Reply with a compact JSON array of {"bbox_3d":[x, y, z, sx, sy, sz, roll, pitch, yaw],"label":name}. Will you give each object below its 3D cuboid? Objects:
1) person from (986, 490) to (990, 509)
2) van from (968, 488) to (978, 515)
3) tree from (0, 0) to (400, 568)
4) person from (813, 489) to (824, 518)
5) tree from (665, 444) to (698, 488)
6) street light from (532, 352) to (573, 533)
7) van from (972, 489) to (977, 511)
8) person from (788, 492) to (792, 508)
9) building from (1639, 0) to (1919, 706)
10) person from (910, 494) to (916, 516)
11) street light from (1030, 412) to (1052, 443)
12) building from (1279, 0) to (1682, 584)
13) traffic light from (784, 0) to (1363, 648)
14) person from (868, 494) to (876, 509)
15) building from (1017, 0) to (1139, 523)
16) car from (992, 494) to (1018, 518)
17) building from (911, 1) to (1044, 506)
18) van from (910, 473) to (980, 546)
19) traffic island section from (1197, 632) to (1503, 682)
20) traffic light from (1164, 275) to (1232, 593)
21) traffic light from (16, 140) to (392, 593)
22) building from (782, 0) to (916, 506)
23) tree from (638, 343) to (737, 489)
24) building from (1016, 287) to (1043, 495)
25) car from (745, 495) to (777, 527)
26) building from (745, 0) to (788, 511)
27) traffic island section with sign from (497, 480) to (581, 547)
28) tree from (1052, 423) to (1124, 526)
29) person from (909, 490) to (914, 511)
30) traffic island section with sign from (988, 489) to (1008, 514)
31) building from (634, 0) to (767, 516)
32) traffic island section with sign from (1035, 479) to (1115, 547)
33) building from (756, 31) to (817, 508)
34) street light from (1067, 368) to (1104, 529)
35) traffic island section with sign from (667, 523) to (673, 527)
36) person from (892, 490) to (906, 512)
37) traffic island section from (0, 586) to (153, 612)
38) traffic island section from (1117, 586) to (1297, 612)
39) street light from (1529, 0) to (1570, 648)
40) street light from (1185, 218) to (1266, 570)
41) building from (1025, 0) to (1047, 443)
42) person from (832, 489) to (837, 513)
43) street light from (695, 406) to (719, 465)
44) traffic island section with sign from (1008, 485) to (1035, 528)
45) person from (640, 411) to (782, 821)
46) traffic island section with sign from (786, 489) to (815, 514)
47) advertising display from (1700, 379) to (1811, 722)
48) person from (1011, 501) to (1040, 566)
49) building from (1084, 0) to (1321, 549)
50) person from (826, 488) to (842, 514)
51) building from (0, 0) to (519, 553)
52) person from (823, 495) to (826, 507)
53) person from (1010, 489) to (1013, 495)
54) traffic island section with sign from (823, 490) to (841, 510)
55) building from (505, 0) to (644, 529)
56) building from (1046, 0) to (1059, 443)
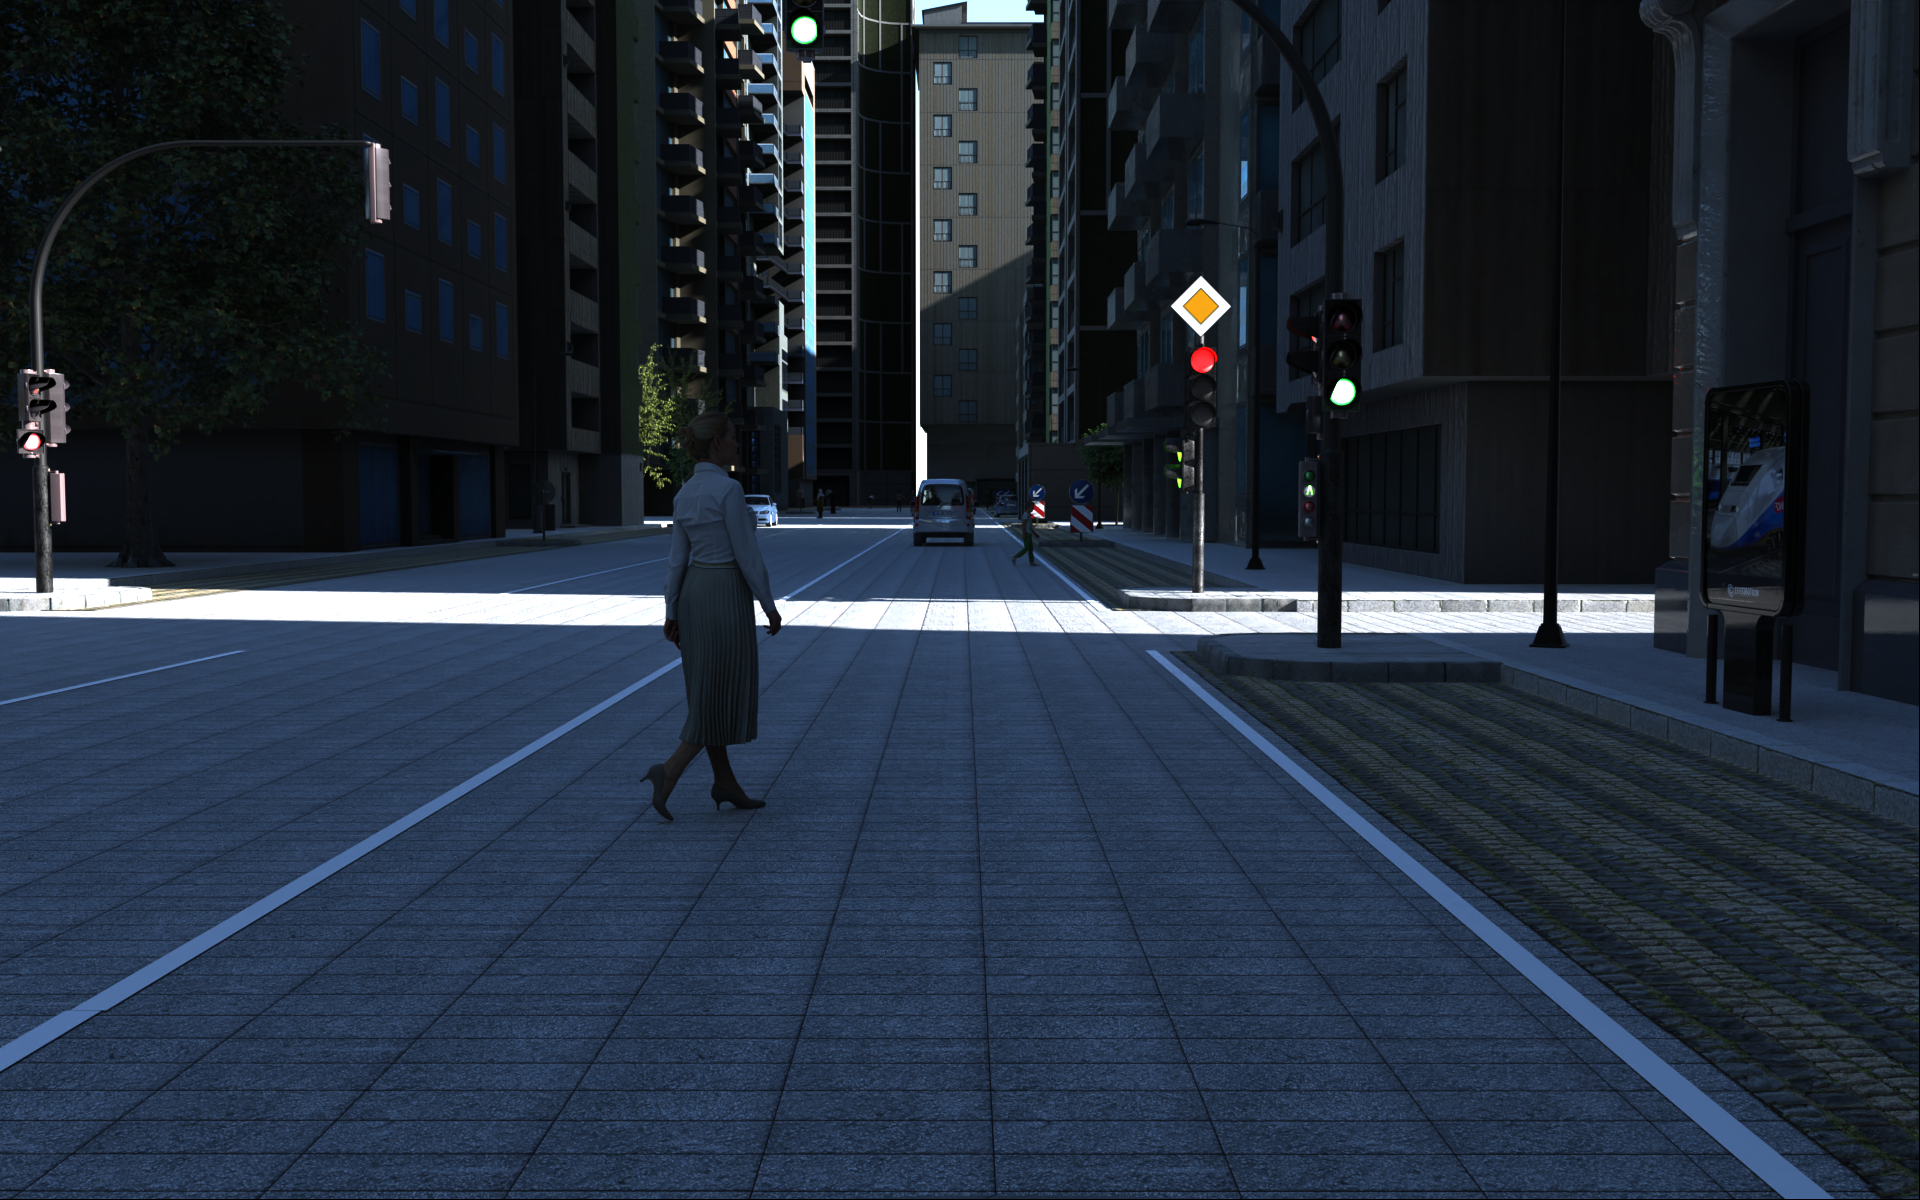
[{"bbox_3d":[2.557,-8.875,154.135,0.721,1.766,1.217,1,4,9],"label":"person"},{"bbox_3d":[0.262,-7.039,122.101,2.013,2.044,4.112,0,4,1],"label":"van"},{"bbox_3d":[-14.560,-6.923,30.203,9.611,12.733,9.660,0,3,0],"label":"tree"},{"bbox_3d":[-8.404,-5.743,103.136,0.721,1.736,1.217,-2,4,-31],"label":"person"},{"bbox_3d":[-14.854,-6.913,96.741,4.285,4.588,4.351,0,3,0],"label":"tree"},{"bbox_3d":[-13.338,-5.151,56.767,1.470,5.913,1.316,0,3,0],"label":"street light"},{"bbox_3d":[0.527,-8.597,147.568,2.013,2.044,4.112,0,4,-1],"label":"van"},{"bbox_3d":[-15.929,-9.331,159.151,0.990,1.755,0.434,1,4,17],"label":"person"},{"bbox_3d":[12.007,-13.333,3.900,13.634,28.700,20.117,0,3,0],"label":"building"},{"bbox_3d":[-2.999,-6.161,112.467,0.421,1.427,0.697,-2,4,-23],"label":"person"},{"bbox_3d":[4.616,-7.645,97.544,1.470,5.913,1.316,0,3,0],"label":"street light"},{"bbox_3d":[13.157,-15.610,26.927,14.107,30.474,14.160,0,3,0],"label":"building"},{"bbox_3d":[0.974,-2.422,14.276,4.771,5.953,1.251,0,3,0],"label":"traffic light"},{"bbox_3d":[-8.780,-9.799,171.897,0.628,1.438,0.799,1,4,22],"label":"person"},{"bbox_3d":[13.459,-39.555,84.981,20.563,71.187,20.611,0,3,0],"label":"building"},{"bbox_3d":[2.987,-5.692,105.059,2.014,1.417,4.499,0,4,-1],"label":"car"},{"bbox_3d":[8.702,-37.058,195.129,27.495,52.752,28.713,0,3,0],"label":"building"},{"bbox_3d":[-0.435,-2.571,49.043,2.013,2.044,4.112,0,4,1],"label":"van"},{"bbox_3d":[3.106,0.474,14.528,2.009,0.180,2.903,0,3,0],"label":"traffic island section"},{"bbox_3d":[3.075,-2.048,22.400,0.839,4.253,0.868,0,3,0],"label":"traffic light"},{"bbox_3d":[-9.794,-2.921,22.433,4.771,5.953,1.251,0,3,0],"label":"traffic light"},{"bbox_3d":[-15.355,-46.014,190.577,20.611,71.187,20.563,0,3,0],"label":"building"},{"bbox_3d":[-13.623,-8.334,86.623,4.737,8.622,4.395,0,3,0],"label":"tree"},{"bbox_3d":[19.419,-19.229,159.431,27.650,21.520,28.899,0,3,0],"label":"building"},{"bbox_3d":[-9.142,-3.988,77.198,2.014,1.417,4.499,0,4,-1],"label":"car"},{"bbox_3d":[-24.908,-50.647,140.744,22.319,86.520,31.000,0,3,0],"label":"building"},{"bbox_3d":[-11.575,-2.400,47.866,1.989,1.847,2.006,0,3,0],"label":"traffic island section with sign"},{"bbox_3d":[6.343,-5.331,70.877,4.285,4.588,4.351,0,3,0],"label":"tree"},{"bbox_3d":[-4.031,-8.390,146.227,0.434,1.755,0.990,3,5,43],"label":"person"},{"bbox_3d":[3.235,-7.079,124.365,1.989,1.847,2.006,0,3,0],"label":"traffic island section with sign"},{"bbox_3d":[-24.513,-27.983,112.140,22.147,44.769,28.867,0,3,0],"label":"building"},{"bbox_3d":[3.146,-2.354,47.112,1.989,1.847,2.006,0,3,0],"label":"traffic island section with sign"},{"bbox_3d":[-21.509,-31.555,166.035,14.200,45.320,14.600,0,3,0],"label":"building"},{"bbox_3d":[4.614,-5.581,63.798,1.470,5.913,1.316,0,3,0],"label":"street light"},{"bbox_3d":[-11.542,-4.055,74.926,1.989,1.847,2.006,0,3,0],"label":"traffic island section with sign"},{"bbox_3d":[-4.946,-7.984,139.748,1.217,1.736,0.721,1,4,15],"label":"person"},{"bbox_3d":[-11.926,-0.016,22.535,2.009,0.180,2.903,0,3,0],"label":"traffic island section"},{"bbox_3d":[3.115,-0.014,22.514,2.009,0.180,2.903,0,3,0],"label":"traffic island section"},{"bbox_3d":[4.420,-2.560,14.400,1.470,5.913,1.316,0,3,0],"label":"street light"},{"bbox_3d":[4.493,-3.474,29.348,1.470,5.913,1.316,0,3,0],"label":"street light"},{"bbox_3d":[16.159,-29.060,129.759,22.147,44.769,28.867,0,3,0],"label":"building"},{"bbox_3d":[-9.317,-7.348,128.276,0.705,1.869,1.348,-1,4,-11],"label":"person"},{"bbox_3d":[-13.371,-7.252,91.112,1.470,5.913,1.316,0,3,0],"label":"street light"},{"bbox_3d":[3.166,-4.002,74.067,1.989,1.847,2.006,0,3,0],"label":"traffic island section with sign"},{"bbox_3d":[-1.129,0.064,7.677,0.641,1.798,0.478,-2,4,-33],"label":"person"},{"bbox_3d":[-11.480,-7.125,125.128,1.989,1.847,2.006,0,3,0],"label":"traffic island section with sign"},{"bbox_3d":[4.634,-0.302,10.146,0.123,1.923,0.974,0,4,-3],"label":"advertising display"},{"bbox_3d":[1.304,-1.326,34.433,0.590,1.304,0.306,-1,4,-9],"label":"person"},{"bbox_3d":[16.293,-26.457,52.183,23.786,49.044,30.456,0,3,0],"label":"building"},{"bbox_3d":[-9.071,-7.092,124.081,1.348,1.869,0.705,2,4,27],"label":"person"},{"bbox_3d":[-20.043,-24.050,43.324,14.600,45.320,14.200,0,3,0],"label":"building"},{"bbox_3d":[-13.732,-10.028,173.197,0.799,1.438,0.628,-1,4,-21],"label":"person"},{"bbox_3d":[5.135,-10.134,171.744,0.705,1.823,1.348,0,4,-5],"label":"person"},{"bbox_3d":[-11.457,-8.774,152.083,1.989,1.847,2.006,0,3,0],"label":"traffic island section with sign"},{"bbox_3d":[-20.469,-17.993,65.890,14.160,30.474,14.107,0,3,0],"label":"building"},{"bbox_3d":[12.336,-25.949,107.868,14.154,41.232,14.086,0,3,0],"label":"building"}]
